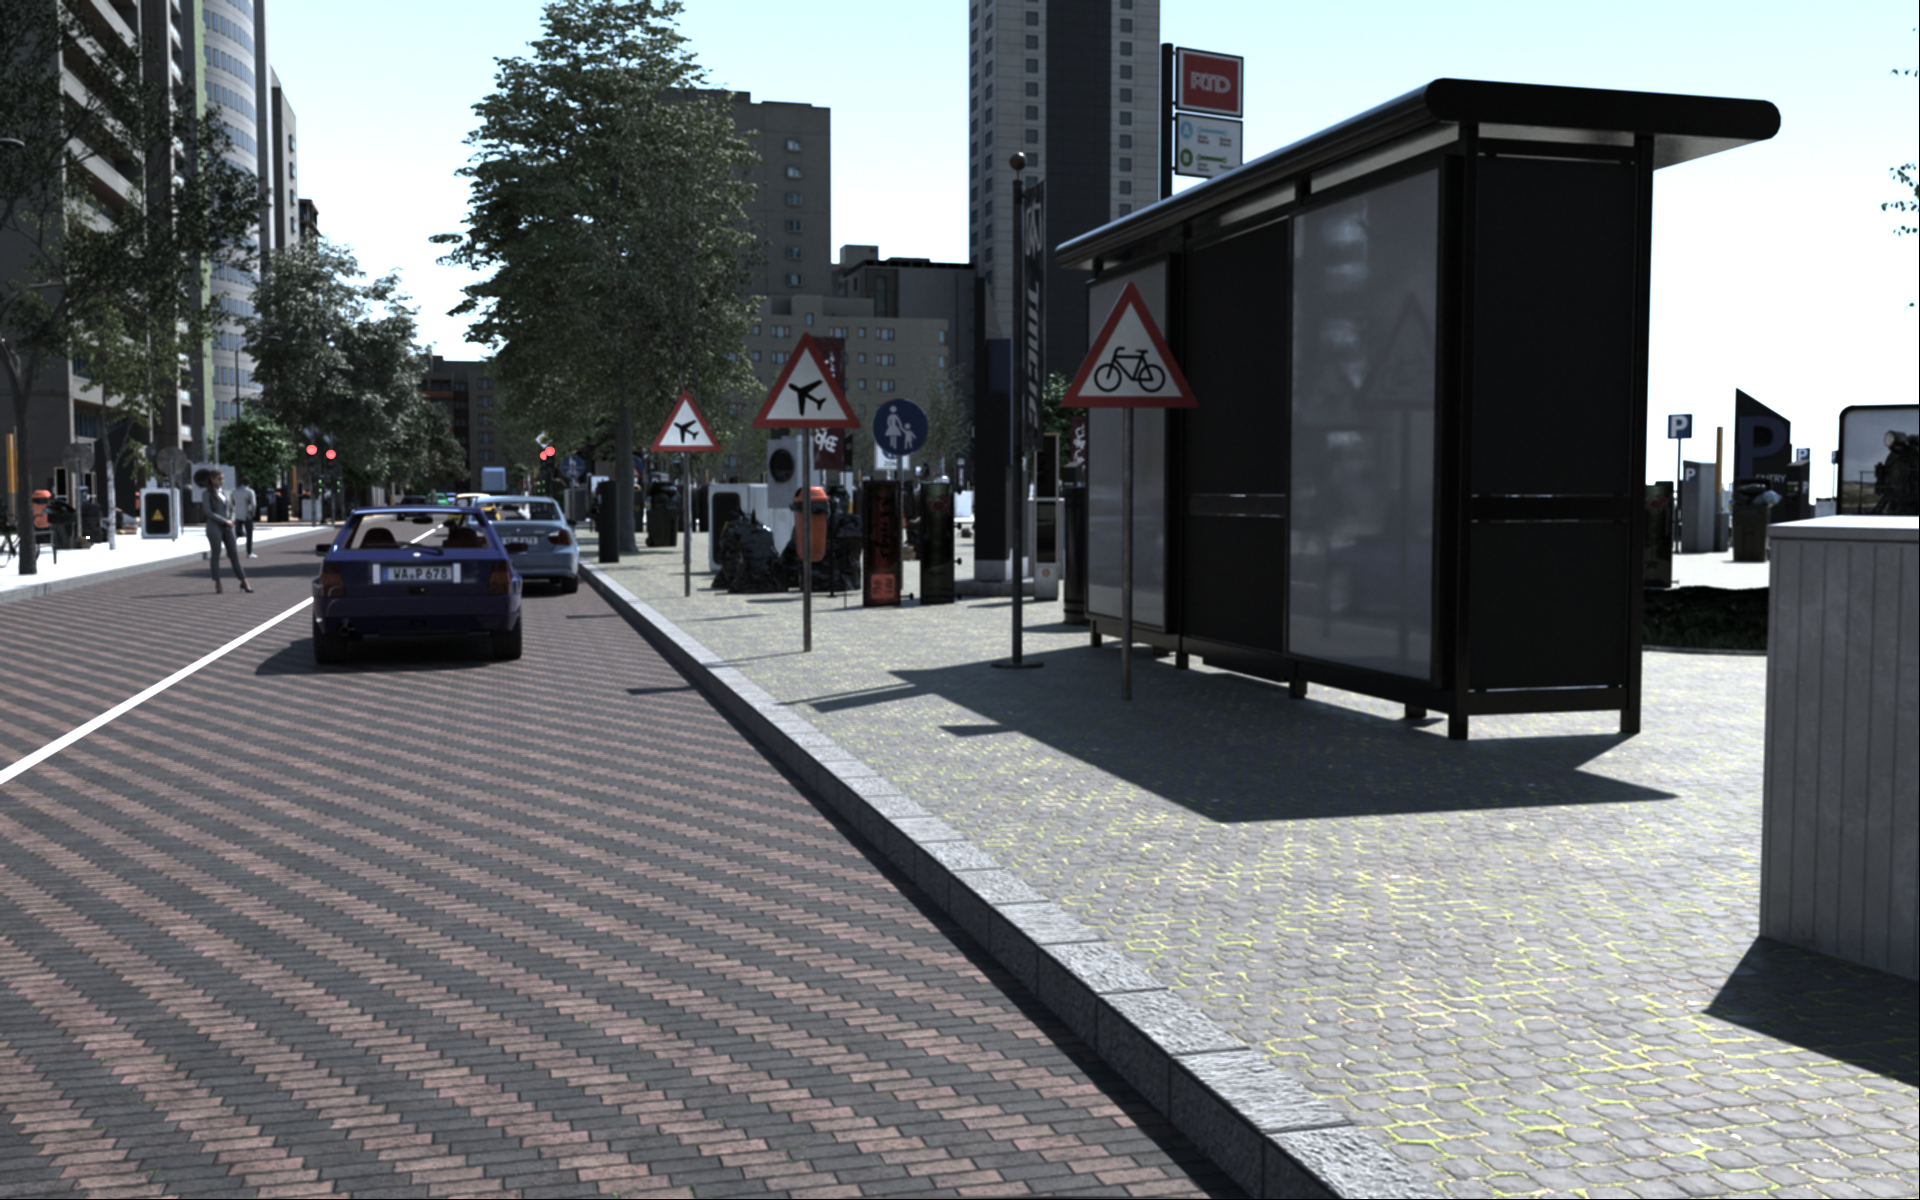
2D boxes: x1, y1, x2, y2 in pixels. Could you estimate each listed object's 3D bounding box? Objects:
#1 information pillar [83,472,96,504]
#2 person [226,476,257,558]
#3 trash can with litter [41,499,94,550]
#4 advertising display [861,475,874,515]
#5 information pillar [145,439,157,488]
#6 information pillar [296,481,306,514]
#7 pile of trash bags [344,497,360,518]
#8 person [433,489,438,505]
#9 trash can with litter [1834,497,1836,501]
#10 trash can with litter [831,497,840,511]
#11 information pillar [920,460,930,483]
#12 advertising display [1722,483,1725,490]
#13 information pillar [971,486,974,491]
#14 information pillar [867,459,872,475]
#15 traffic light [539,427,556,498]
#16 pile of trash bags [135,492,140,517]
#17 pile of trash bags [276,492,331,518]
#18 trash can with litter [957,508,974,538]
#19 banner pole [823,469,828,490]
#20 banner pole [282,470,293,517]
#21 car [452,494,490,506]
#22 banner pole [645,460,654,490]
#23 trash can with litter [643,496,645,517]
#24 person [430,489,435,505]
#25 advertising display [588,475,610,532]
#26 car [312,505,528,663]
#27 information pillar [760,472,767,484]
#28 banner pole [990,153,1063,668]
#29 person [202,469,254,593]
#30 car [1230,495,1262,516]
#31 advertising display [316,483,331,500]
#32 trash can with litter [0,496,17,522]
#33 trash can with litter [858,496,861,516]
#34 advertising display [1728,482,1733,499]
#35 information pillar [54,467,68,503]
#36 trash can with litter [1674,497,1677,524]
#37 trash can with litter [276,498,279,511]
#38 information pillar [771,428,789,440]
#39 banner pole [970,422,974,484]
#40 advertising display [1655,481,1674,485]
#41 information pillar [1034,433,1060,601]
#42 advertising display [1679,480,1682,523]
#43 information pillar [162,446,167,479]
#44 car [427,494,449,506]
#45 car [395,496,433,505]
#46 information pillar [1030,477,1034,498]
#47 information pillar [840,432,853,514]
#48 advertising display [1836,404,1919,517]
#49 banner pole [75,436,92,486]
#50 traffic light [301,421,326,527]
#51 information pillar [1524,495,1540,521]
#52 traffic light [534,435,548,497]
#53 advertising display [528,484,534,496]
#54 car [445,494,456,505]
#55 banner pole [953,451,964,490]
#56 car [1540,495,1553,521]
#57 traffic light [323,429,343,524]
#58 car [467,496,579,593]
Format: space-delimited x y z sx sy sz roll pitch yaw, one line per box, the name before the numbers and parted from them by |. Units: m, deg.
information pillar | -29.481 -3.315 58.699 0.304 2.012 0.304 -1 4 -11
person | -16.084 -1.862 38.794 0.661 1.843 0.795 1 4 11
trash can with litter | -20.624 -1.753 40.042 0.624 1.170 1.055 1 4 15
advertising display | -3.103 -3.232 58.061 0.123 1.923 0.974 -1 4 -21
information pillar | -34.581 -5.062 74.117 0.183 3.616 0.504 2 4 32
information pillar | -36.549 -5.584 95.790 0.304 2.012 0.304 3 5 42
pile of trash bags | -34.353 -5.188 94.583 3.447 1.369 1.912 1 4 11
person | -39.680 -7.443 130.381 0.709 1.800 0.728 1 4 9
trash can with litter | 42.268 -4.458 83.940 1.678 1.210 2.233 -3 5 -39
trash can with litter | -4.905 -2.585 53.321 1.678 1.210 2.233 2 4 26
information pillar | -2.303 -7.818 119.186 0.504 3.616 0.183 2 4 31
advertising display | 45.869 -6.078 104.582 0.974 1.923 0.123 -3 4 -38
information pillar | 1.139 -9.471 159.348 0.304 2.012 0.304 0 4 6
information pillar | -6.065 -7.660 116.590 0.183 3.616 0.504 -3 4 -37
traffic light | -16.373 -4.903 69.090 0.839 4.253 0.868 -1 4 -15
pile of trash bags | -45.466 -5.292 96.278 1.912 1.369 3.447 -1 4 -13
pile of trash bags | -34.578 -4.991 91.359 3.447 1.369 1.912 -1 4 -13
trash can with litter | 0.463 -2.435 51.207 1.055 1.170 0.624 -1 4 -9
banner pole | -6.975 -6.108 89.884 0.401 3.779 0.863 1 4 18
banner pole | -37.508 -6.522 96.650 0.401 3.779 0.863 2 4 24
car | -16.973 -3.069 60.406 2.015 1.641 3.980 -1 4 -17
banner pole | -20.859 -7.721 116.258 0.863 3.779 0.401 1 4 20
trash can with litter | -17.781 -5.151 95.605 0.624 1.170 1.055 2 4 29
person | -39.203 -7.336 128.538 0.767 1.812 0.694 -2 4 -28
advertising display | -12.206 -3.267 58.633 0.123 1.923 0.974 2 4 31
car | -5.016 -0.220 16.171 1.945 1.354 3.894 -1 4 -16
information pillar | -6.488 -3.266 57.892 0.304 2.012 0.304 -2 4 -31
banner pole | 0.485 -1.381 12.591 0.401 3.779 0.863 -1 4 -15
person | -10.594 -0.994 25.034 0.573 1.790 0.520 1 4 9
car | 13.299 -4.119 79.707 4.827 1.381 2.083 -1 4 -16
advertising display | -37.099 -5.865 101.110 0.974 1.923 0.123 -3 5 -45
trash can with litter | -43.862 -4.180 79.403 2.233 1.210 1.678 1 4 10
trash can with litter | -4.065 -4.256 80.648 2.233 1.210 1.678 -1 4 -20
advertising display | 42.348 -5.453 94.374 0.123 1.923 0.974 -3 5 -40
information pillar | -24.690 -2.636 47.592 0.304 2.012 0.304 -2 4 -32
trash can with litter | 23.964 -2.919 59.107 1.055 1.170 0.624 3 4 37
trash can with litter | -32.368 -4.338 82.316 0.624 1.170 1.055 -3 5 -40
information pillar | -4.665 -3.270 44.821 0.504 3.616 0.183 -1 4 -12
banner pole | 0.729 -2.940 38.083 0.401 3.779 0.863 3 5 44
advertising display | 33.686 -4.749 82.864 0.123 1.923 0.974 -2 4 -33
information pillar | 1.043 -1.003 20.893 0.304 2.012 0.304 0 4 4
advertising display | 32.312 -4.425 77.556 0.123 1.923 0.974 2 4 27
information pillar | -39.075 -5.737 85.159 0.183 3.616 0.504 -1 4 -12
car | -42.993 -8.162 142.250 1.959 1.807 4.718 -1 4 -13
car | -29.525 -4.966 93.780 1.945 1.354 3.894 -1 4 -14
information pillar | 6.312 -9.819 151.894 0.504 3.616 0.183 -2 4 -34
information pillar | -4.253 -4.506 65.027 0.504 3.616 0.183 -1 4 -18
advertising display | 6.805 -0.439 12.390 0.974 1.923 0.123 2 4 30
banner pole | -37.651 -5.160 74.382 0.863 3.779 0.401 -3 5 -44
traffic light | -24.931 -4.763 66.794 0.839 4.253 0.868 -1 4 -15
information pillar | 13.579 -2.240 41.111 0.304 2.012 0.304 2 4 34
traffic light | -18.437 -5.375 76.805 0.839 4.253 0.868 -1 4 -15
advertising display | -28.285 -6.668 114.230 0.123 1.923 0.974 -2 4 -28
car | -59.051 -11.706 200.987 1.945 1.707 3.694 -1 4 -13
banner pole | -0.089 -6.813 101.410 0.863 3.779 0.401 0 4 -3
car | 29.881 -4.554 86.465 4.499 1.417 2.014 -1 4 -17
traffic light | -26.994 -5.235 74.509 0.839 4.253 0.868 -1 4 -15
car | -6.762 -0.866 26.158 2.014 1.417 4.499 -1 4 -17
